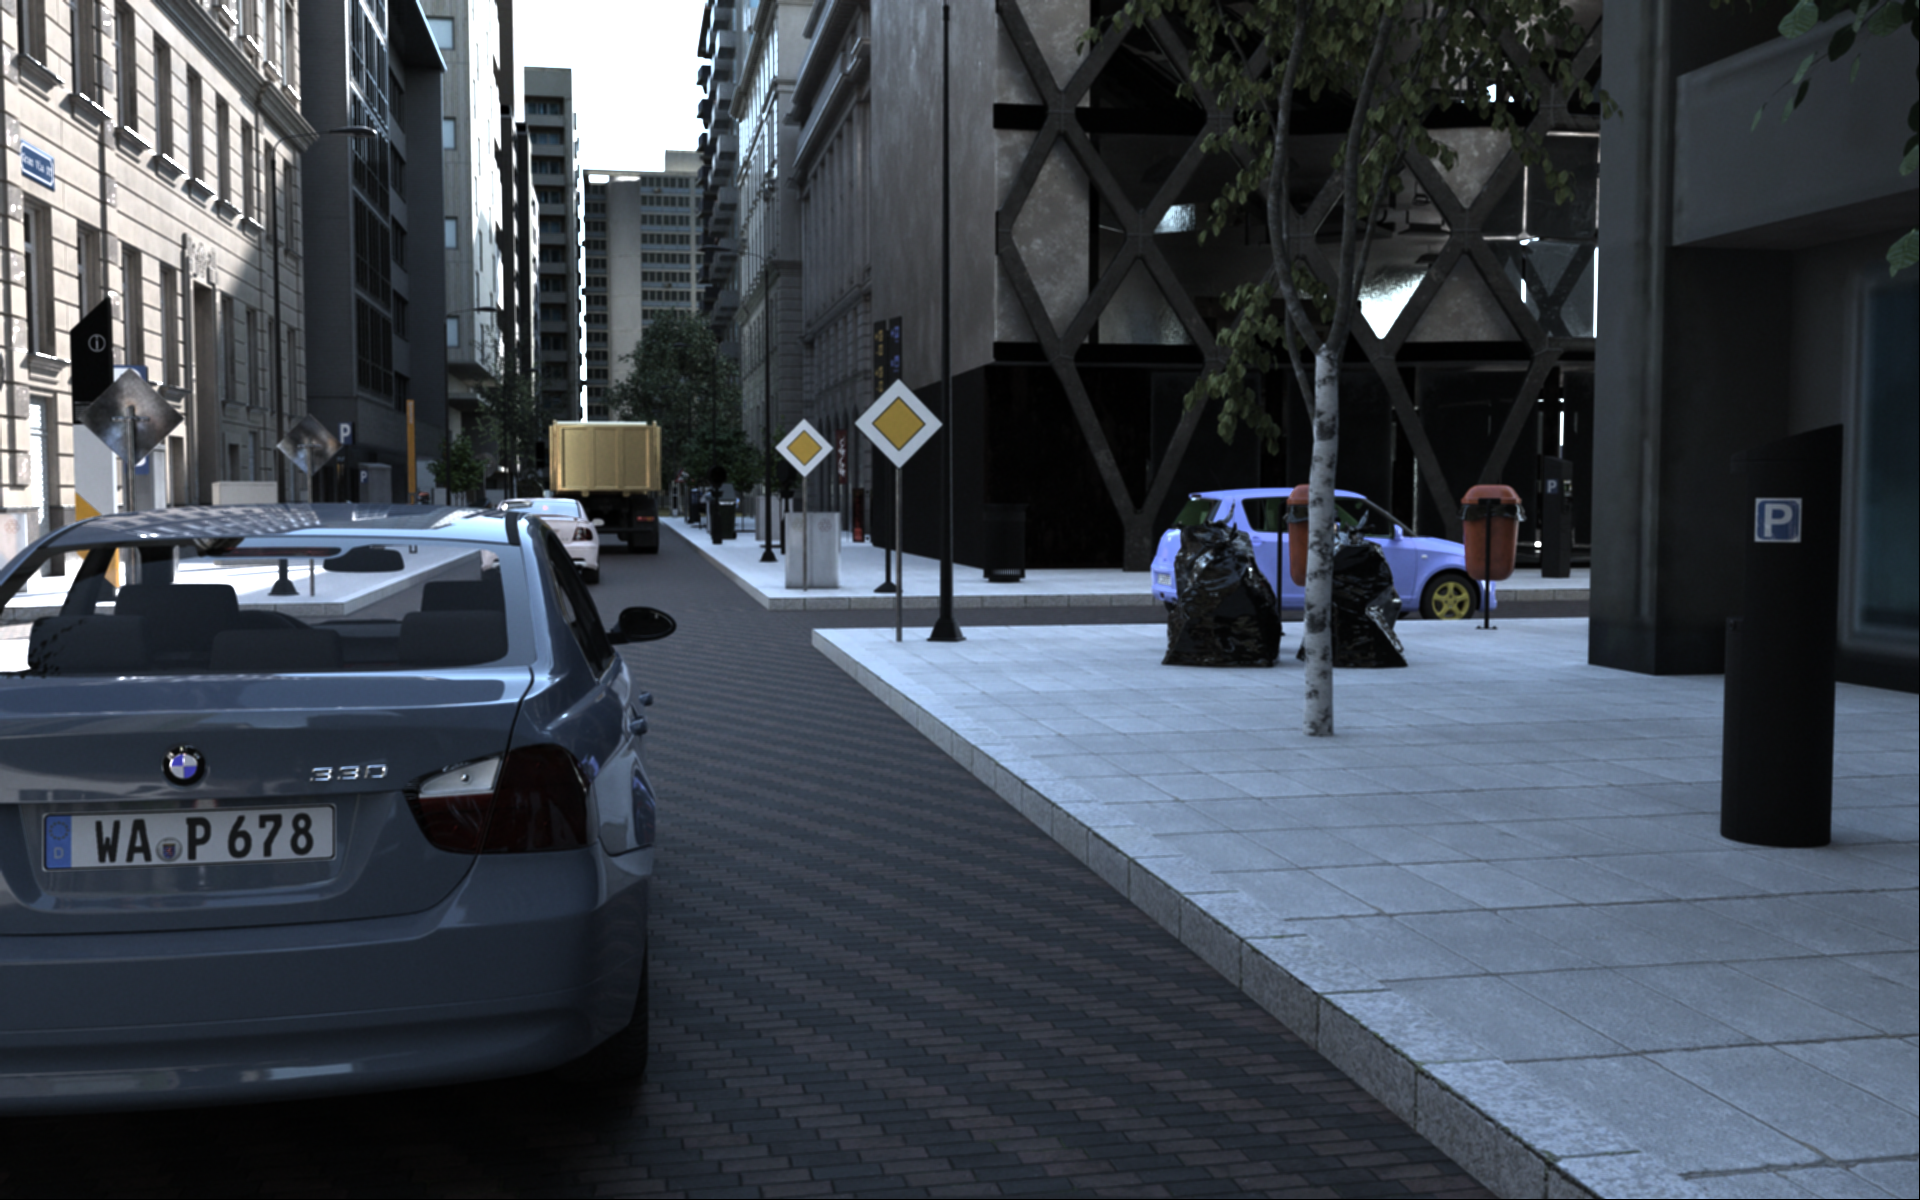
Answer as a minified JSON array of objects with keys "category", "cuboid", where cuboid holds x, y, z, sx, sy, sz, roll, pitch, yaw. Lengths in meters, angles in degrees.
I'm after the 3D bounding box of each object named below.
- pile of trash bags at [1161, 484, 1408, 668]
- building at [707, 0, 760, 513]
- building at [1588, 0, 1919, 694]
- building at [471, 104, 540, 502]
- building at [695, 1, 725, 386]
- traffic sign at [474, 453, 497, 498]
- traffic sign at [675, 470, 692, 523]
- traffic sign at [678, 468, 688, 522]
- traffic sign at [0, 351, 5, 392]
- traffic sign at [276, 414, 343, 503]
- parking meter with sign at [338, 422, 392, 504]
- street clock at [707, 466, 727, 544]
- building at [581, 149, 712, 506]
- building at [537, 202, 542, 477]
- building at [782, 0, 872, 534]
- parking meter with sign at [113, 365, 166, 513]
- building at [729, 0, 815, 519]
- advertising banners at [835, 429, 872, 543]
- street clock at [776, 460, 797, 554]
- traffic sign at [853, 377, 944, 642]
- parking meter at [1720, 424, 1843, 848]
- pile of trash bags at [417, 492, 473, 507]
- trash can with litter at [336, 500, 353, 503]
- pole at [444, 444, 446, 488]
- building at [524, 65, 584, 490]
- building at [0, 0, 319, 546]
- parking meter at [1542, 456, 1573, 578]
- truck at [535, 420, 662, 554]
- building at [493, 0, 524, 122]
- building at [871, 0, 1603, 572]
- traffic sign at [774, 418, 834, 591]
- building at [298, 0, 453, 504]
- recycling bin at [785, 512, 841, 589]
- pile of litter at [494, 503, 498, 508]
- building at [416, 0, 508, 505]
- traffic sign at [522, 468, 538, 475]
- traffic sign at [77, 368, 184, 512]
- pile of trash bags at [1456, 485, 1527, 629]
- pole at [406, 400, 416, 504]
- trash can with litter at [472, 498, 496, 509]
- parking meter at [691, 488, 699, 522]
[{"category":"pile of trash bags","cuboid":[2.752,-0.279,14.312,1.912,1.369,3.447,1,4,16]},{"category":"building","cuboid":[-6.917,-31.049,127.255,23.786,49.044,30.456,-1,4,-11]},{"category":"building","cuboid":[17.188,-23.218,3.312,21.300,48.544,21.600,-1,4,-11]},{"category":"building","cuboid":[-38.976,-21.771,127.661,14.160,30.474,14.107,-1,4,-11]},{"category":"building","cuboid":[-12.368,-30.706,156.667,22.147,44.769,28.867,-1,4,-11]},{"category":"traffic sign","cuboid":[-14.745,-3.277,53.691,0.768,2.556,0.104,0,4,-2]},{"category":"traffic sign","cuboid":[-12.179,-4.693,76.727,0.884,2.594,0.081,0,4,-1]},{"category":"traffic sign","cuboid":[-12.721,-4.921,80.570,0.768,2.556,0.104,0,4,-7]},{"category":"traffic sign","cuboid":[-7.216,-0.750,12.368,0.768,2.556,0.104,0,4,-6]},{"category":"traffic sign","cuboid":[-8.138,-1.105,21.709,0.795,2.450,0.064,-1,4,-11]},{"category":"parking meter with sign","cuboid":[-14.409,-2.844,42.765,0.543,3.016,1.738,2,4,34]},{"category":"street clock","cuboid":[-6.220,-2.432,44.340,0.471,2.002,0.358,-2,4,-31]},{"category":"building","cuboid":[-30.920,-30.959,198.056,23.993,40.220,32.217,-1,4,-11]},{"category":"building","cuboid":[-45.594,-23.639,158.198,14.107,30.474,14.160,-1,4,-11]},{"category":"building","cuboid":[1.347,-13.489,62.346,13.314,21.916,24.055,-1,4,-11]},{"category":"parking meter with sign","cuboid":[-11.423,-1.715,24.306,0.543,3.016,1.738,-1,4,-10]},{"category":"building","cuboid":[-4.424,-17.663,86.055,12.463,27.353,25.104,-1,4,-11]},{"category":"advertising banners","cuboid":[-2.687,-3.053,46.102,0.090,3.025,2.074,-3,5,-40]},{"category":"street clock","cuboid":[-3.685,-1.974,36.851,0.358,2.002,0.471,-3,5,-39]},{"category":"traffic sign","cuboid":[-0.534,-0.696,15.022,0.795,2.450,0.064,-1,4,-11]},{"category":"parking meter","cuboid":[3.039,0.122,6.414,0.372,1.533,0.369,0,3,0]},{"category":"pile of trash bags","cuboid":[-26.093,-4.755,87.492,1.912,1.369,3.447,1,4,23]},{"category":"trash can with litter","cuboid":[-11.427,-1.322,33.010,0.624,1.170,1.055,2,4,34]},{"category":"pole","cuboid":[-19.187,-4.338,64.778,0.158,3.312,0.155,0,3,0]},{"category":"building","cuboid":[-52.157,-34.487,187.569,21.600,48.544,21.300,-1,4,-11]},{"category":"building","cuboid":[-21.297,-14.509,34.486,12.463,27.353,25.104,-1,4,-11]},{"category":"parking meter","cuboid":[9.143,-1.271,26.500,0.255,1.863,0.399,-2,4,-32]},{"category":"truck","cuboid":[-9.316,-3.004,45.044,3.469,3.379,9.791,-1,4,-13]},{"category":"building","cuboid":[-42.835,-30.030,141.105,14.600,45.320,14.200,-1,4,-11]},{"category":"building","cuboid":[7.634,-10.278,35.492,16.811,18.784,16.820,-1,4,-11]},{"category":"traffic sign","cuboid":[-2.052,-1.176,22.862,0.795,2.450,0.064,-1,4,-11]},{"category":"building","cuboid":[-27.145,-14.865,62.116,14.314,24.678,30.058,-1,4,-11]},{"category":"recycling bin","cuboid":[-2.013,-0.686,23.766,0.722,1.027,0.722,0,4,-1]},{"category":"pile of litter","cuboid":[-22.318,-4.260,83.614,1.719,0.858,1.176,-2,4,-33]},{"category":"building","cuboid":[-42.493,-31.552,105.113,28.713,52.752,27.495,-1,4,-11]},{"category":"traffic sign","cuboid":[-20.828,-5.127,83.935,0.768,2.556,0.104,0,4,-6]},{"category":"traffic sign","cuboid":[-6.619,-0.625,13.869,0.795,2.450,0.064,-1,4,-11]},{"category":"pile of trash bags","cuboid":[6.413,-0.393,16.176,3.447,1.369,1.912,1,4,21]},{"category":"pole","cuboid":[-11.869,-2.669,37.486,0.158,3.312,0.155,0,3,0]},{"category":"trash can with litter","cuboid":[-14.696,-2.542,52.948,0.624,1.170,1.055,1,4,15]},{"category":"parking meter","cuboid":[-12.009,-4.289,78.539,0.372,1.533,0.369,0,3,0]}]
